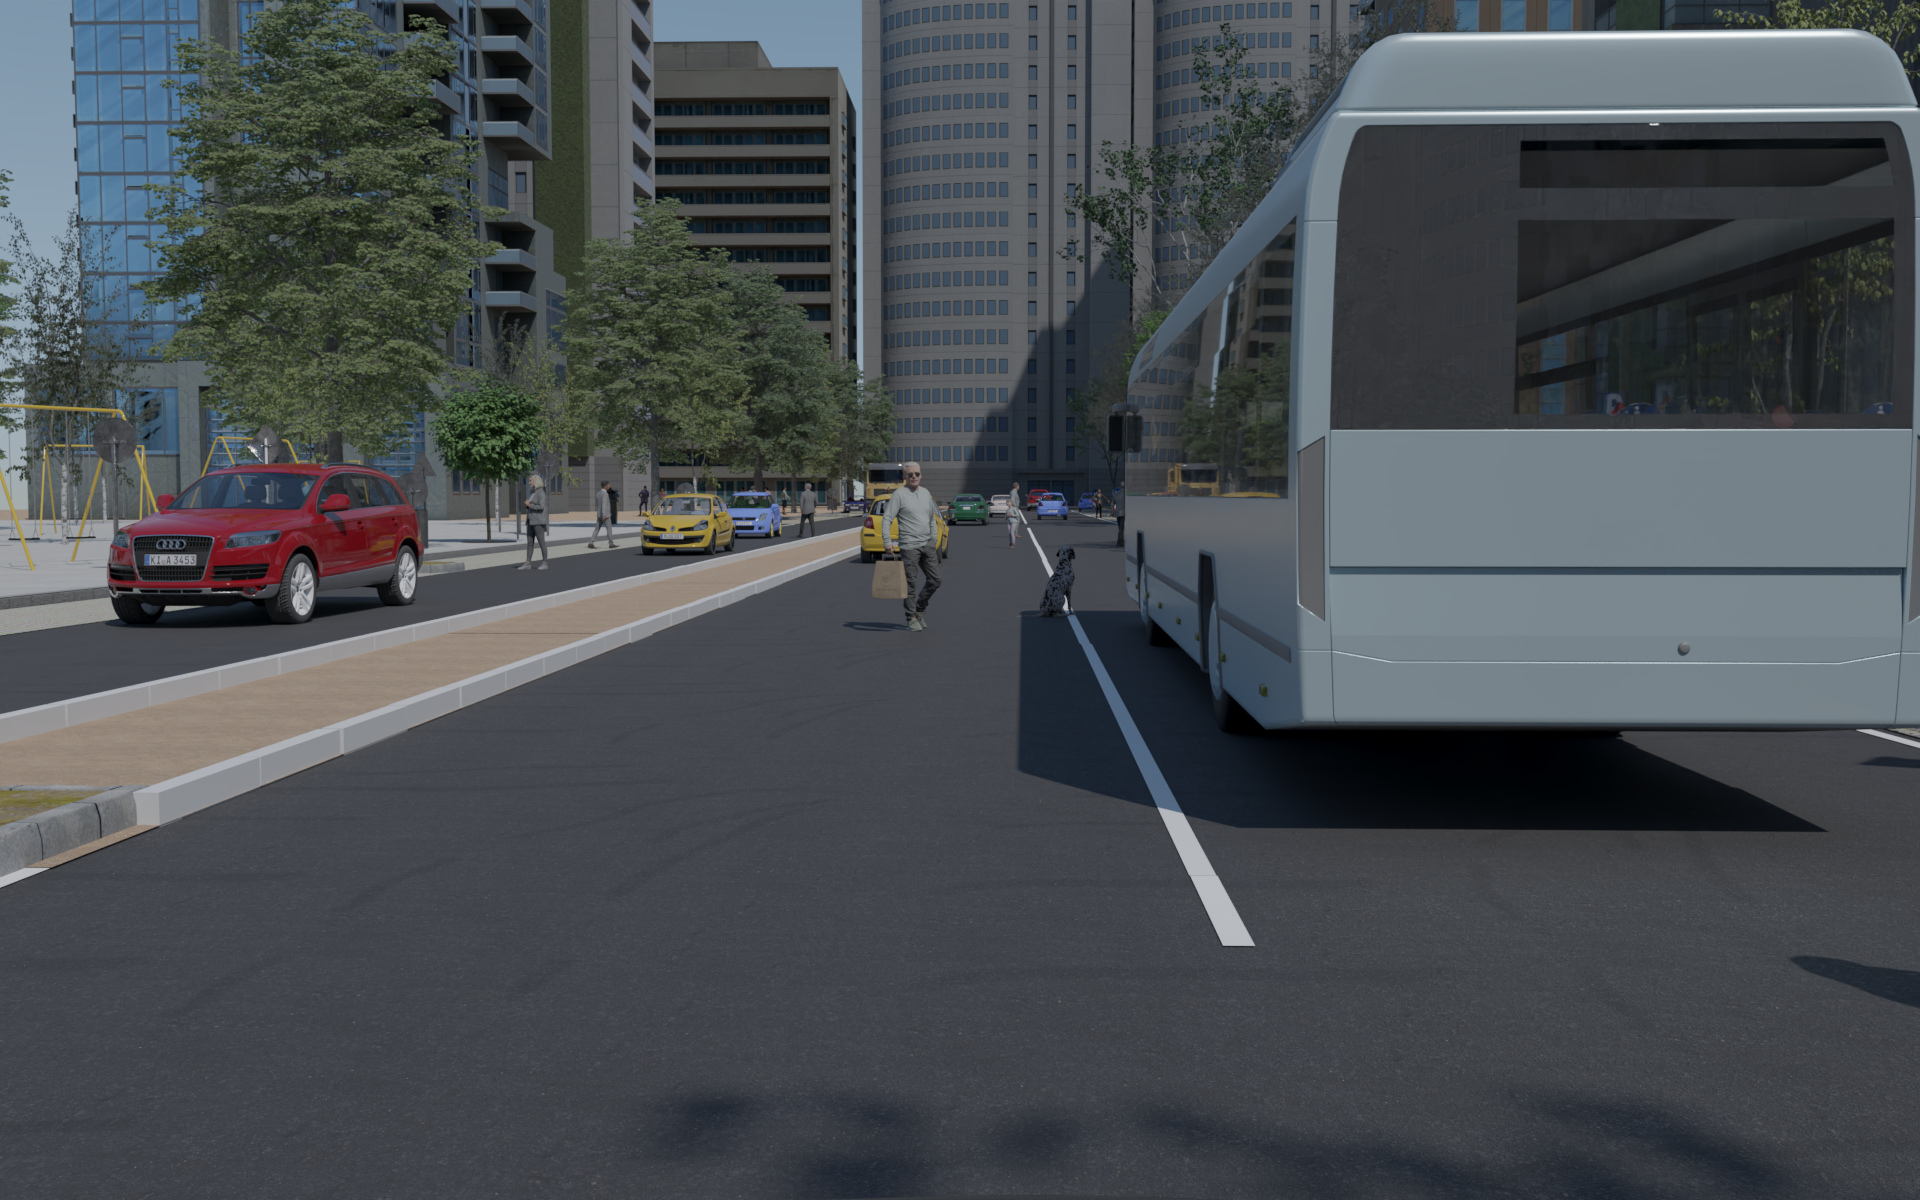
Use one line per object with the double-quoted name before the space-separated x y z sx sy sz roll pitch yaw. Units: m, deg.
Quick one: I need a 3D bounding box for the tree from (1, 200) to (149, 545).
"tree" -22.818 -5.732 44.087 4.360 8.622 3.978 0 3 0

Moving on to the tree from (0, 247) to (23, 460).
"tree" -35.512 -8.598 58.711 7.486 12.596 7.792 0 3 0

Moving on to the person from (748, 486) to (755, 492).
"person" -9.591 -4.335 79.557 0.473 1.802 0.592 -2 4 -34

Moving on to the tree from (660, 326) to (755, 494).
"tree" -11.216 -7.601 74.646 4.737 8.622 4.395 0 3 0

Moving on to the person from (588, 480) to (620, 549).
"person" -9.316 -2.226 45.167 0.850 1.792 0.678 -3 5 -39

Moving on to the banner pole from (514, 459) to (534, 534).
"banner pole" -14.087 -4.039 56.060 0.401 3.779 0.863 2 4 35

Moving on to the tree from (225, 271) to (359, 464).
"tree" -20.494 -6.362 54.377 4.737 8.622 4.395 0 3 0

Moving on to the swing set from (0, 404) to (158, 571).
"swing set" -16.246 -2.027 30.756 2.862 2.851 3.119 2 4 26

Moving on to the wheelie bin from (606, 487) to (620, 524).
"wheelie bin" -14.951 -4.055 74.201 0.693 1.594 0.980 0 4 -6

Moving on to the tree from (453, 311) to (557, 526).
"tree" -18.819 -7.361 70.712 4.360 8.622 3.978 0 3 0

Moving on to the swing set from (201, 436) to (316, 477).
"swing set" -19.771 -3.103 48.350 2.862 2.851 3.119 1 4 15

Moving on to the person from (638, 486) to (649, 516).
"person" -18.191 -5.680 99.352 0.683 1.767 0.568 -3 4 -36

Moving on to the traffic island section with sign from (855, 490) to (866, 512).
"traffic island section with sign" -7.185 -7.777 135.774 1.989 1.847 2.006 0 4 2

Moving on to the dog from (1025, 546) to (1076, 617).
"dog" 1.035 -0.216 20.376 0.800 0.831 0.513 -1 4 -13

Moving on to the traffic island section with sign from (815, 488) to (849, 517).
"traffic island section with sign" -7.995 -6.129 108.831 1.989 1.847 2.006 0 4 2

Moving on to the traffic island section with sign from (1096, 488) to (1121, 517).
"traffic island section with sign" 9.727 -6.096 108.301 1.989 1.847 2.006 0 4 2

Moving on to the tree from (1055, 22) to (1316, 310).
"tree" 10.241 -13.259 72.671 12.611 20.169 13.585 0 3 0

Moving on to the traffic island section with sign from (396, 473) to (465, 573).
"traffic island section with sign" -10.253 -1.422 31.873 1.989 1.847 2.006 0 4 2

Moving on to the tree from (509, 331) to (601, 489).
"tree" -18.610 -7.831 78.397 4.737 8.622 4.395 0 3 0

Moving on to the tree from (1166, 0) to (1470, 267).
"tree" 10.037 -8.020 41.502 12.009 13.543 11.850 0 3 0

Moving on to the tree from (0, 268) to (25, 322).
"tree" -29.833 -7.464 47.794 9.928 11.665 9.643 0 3 0

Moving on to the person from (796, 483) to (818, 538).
"person" -5.021 -2.923 56.684 0.661 1.777 0.834 -3 5 -41

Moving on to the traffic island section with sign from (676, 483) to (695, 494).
"traffic island section with sign" -9.443 -3.107 59.431 1.989 1.847 2.006 0 4 2

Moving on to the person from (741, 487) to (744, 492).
"person" -17.268 -8.037 137.410 0.705 1.831 1.348 1 4 20

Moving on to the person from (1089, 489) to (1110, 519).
"person" 8.088 -5.584 100.519 1.217 1.735 0.721 -1 4 -10

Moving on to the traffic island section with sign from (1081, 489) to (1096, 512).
"traffic island section with sign" 10.542 -7.781 135.841 1.989 1.847 2.006 0 4 2

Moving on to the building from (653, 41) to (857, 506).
"building" -22.682 -34.619 189.730 21.600 48.544 21.300 0 4 2

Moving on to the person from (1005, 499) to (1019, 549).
"person" 1.351 -2.008 45.614 0.425 1.301 0.394 1 4 22

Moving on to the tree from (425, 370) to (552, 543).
"tree" -12.451 -3.804 45.904 4.285 4.588 4.351 0 3 0

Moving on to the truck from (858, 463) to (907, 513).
"truck" -4.446 -7.012 110.572 3.469 3.379 9.791 0 4 2

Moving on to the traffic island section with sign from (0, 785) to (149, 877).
"traffic island section with sign" -4.562 0.095 6.583 2.006 1.907 1.989 0 4 2

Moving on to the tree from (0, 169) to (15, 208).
"tree" -25.375 -7.906 35.921 9.857 13.997 8.962 0 3 0

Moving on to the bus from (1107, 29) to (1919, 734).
"bus" 2.885 -1.142 13.529 2.948 3.499 13.247 0 4 2

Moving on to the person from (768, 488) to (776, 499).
"person" -16.352 -8.651 147.487 1.348 1.824 0.705 1 4 17

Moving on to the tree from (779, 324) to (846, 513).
"tree" -11.434 -12.085 115.716 7.486 12.596 7.792 0 3 0

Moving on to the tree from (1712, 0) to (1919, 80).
"tree" 10.254 -4.327 21.102 4.737 8.622 4.395 0 3 0

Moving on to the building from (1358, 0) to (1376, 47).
"building" 37.679 -49.724 125.664 22.319 86.520 31.000 0 4 2

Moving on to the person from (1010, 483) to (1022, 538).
"person" 1.800 -2.967 57.103 0.391 1.810 0.635 -1 4 -12

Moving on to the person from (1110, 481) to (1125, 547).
"person" 4.485 -2.358 47.448 0.661 1.777 0.834 2 4 30

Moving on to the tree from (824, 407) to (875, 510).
"tree" -9.475 -11.812 143.480 4.360 8.622 3.978 0 3 0

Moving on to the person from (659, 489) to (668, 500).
"person" -26.077 -8.880 151.943 1.217 1.743 0.721 0 4 1

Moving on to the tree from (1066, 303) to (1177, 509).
"tree" 11.841 -9.963 88.655 9.928 11.665 9.643 0 3 0

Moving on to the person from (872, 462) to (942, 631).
"person" -0.572 -0.558 18.113 0.782 1.767 0.515 -3 5 -40

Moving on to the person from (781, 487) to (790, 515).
"person" -10.769 -6.118 106.854 0.721 1.735 1.217 -2 4 -30

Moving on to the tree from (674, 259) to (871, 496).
"tree" -10.869 -11.440 93.707 9.857 13.997 8.962 0 3 0

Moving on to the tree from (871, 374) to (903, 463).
"tree" -9.892 -15.373 158.008 9.857 13.997 8.962 0 3 0

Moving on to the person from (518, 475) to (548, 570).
"person" -8.090 -1.481 32.906 0.526 1.800 0.537 -2 4 -35

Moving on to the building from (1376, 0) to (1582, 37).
"building" 33.379 -27.790 104.480 14.600 45.320 14.200 0 4 2

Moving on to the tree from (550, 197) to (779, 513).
"tree" -11.716 -9.058 66.228 7.486 12.596 7.792 0 3 0

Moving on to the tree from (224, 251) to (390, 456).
"tree" -27.201 -9.043 73.609 9.928 11.665 9.643 0 3 0

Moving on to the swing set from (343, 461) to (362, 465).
"swing set" -29.493 -5.130 81.488 3.119 2.851 2.862 0 4 -1

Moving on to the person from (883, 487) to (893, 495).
"person" -3.924 -5.306 95.269 1.348 1.821 0.705 -1 4 -10

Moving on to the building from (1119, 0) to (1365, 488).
"building" 32.575 -39.518 188.116 28.212 58.520 21.231 0 4 2

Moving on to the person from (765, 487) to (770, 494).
"person" -12.492 -6.383 111.116 0.721 1.736 1.217 -3 5 -45

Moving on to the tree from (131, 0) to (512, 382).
"tree" -13.674 -7.295 37.408 7.486 12.596 7.792 0 3 0

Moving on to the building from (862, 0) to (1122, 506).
"building" 3.758 -39.533 188.369 28.212 58.520 21.231 0 4 2
